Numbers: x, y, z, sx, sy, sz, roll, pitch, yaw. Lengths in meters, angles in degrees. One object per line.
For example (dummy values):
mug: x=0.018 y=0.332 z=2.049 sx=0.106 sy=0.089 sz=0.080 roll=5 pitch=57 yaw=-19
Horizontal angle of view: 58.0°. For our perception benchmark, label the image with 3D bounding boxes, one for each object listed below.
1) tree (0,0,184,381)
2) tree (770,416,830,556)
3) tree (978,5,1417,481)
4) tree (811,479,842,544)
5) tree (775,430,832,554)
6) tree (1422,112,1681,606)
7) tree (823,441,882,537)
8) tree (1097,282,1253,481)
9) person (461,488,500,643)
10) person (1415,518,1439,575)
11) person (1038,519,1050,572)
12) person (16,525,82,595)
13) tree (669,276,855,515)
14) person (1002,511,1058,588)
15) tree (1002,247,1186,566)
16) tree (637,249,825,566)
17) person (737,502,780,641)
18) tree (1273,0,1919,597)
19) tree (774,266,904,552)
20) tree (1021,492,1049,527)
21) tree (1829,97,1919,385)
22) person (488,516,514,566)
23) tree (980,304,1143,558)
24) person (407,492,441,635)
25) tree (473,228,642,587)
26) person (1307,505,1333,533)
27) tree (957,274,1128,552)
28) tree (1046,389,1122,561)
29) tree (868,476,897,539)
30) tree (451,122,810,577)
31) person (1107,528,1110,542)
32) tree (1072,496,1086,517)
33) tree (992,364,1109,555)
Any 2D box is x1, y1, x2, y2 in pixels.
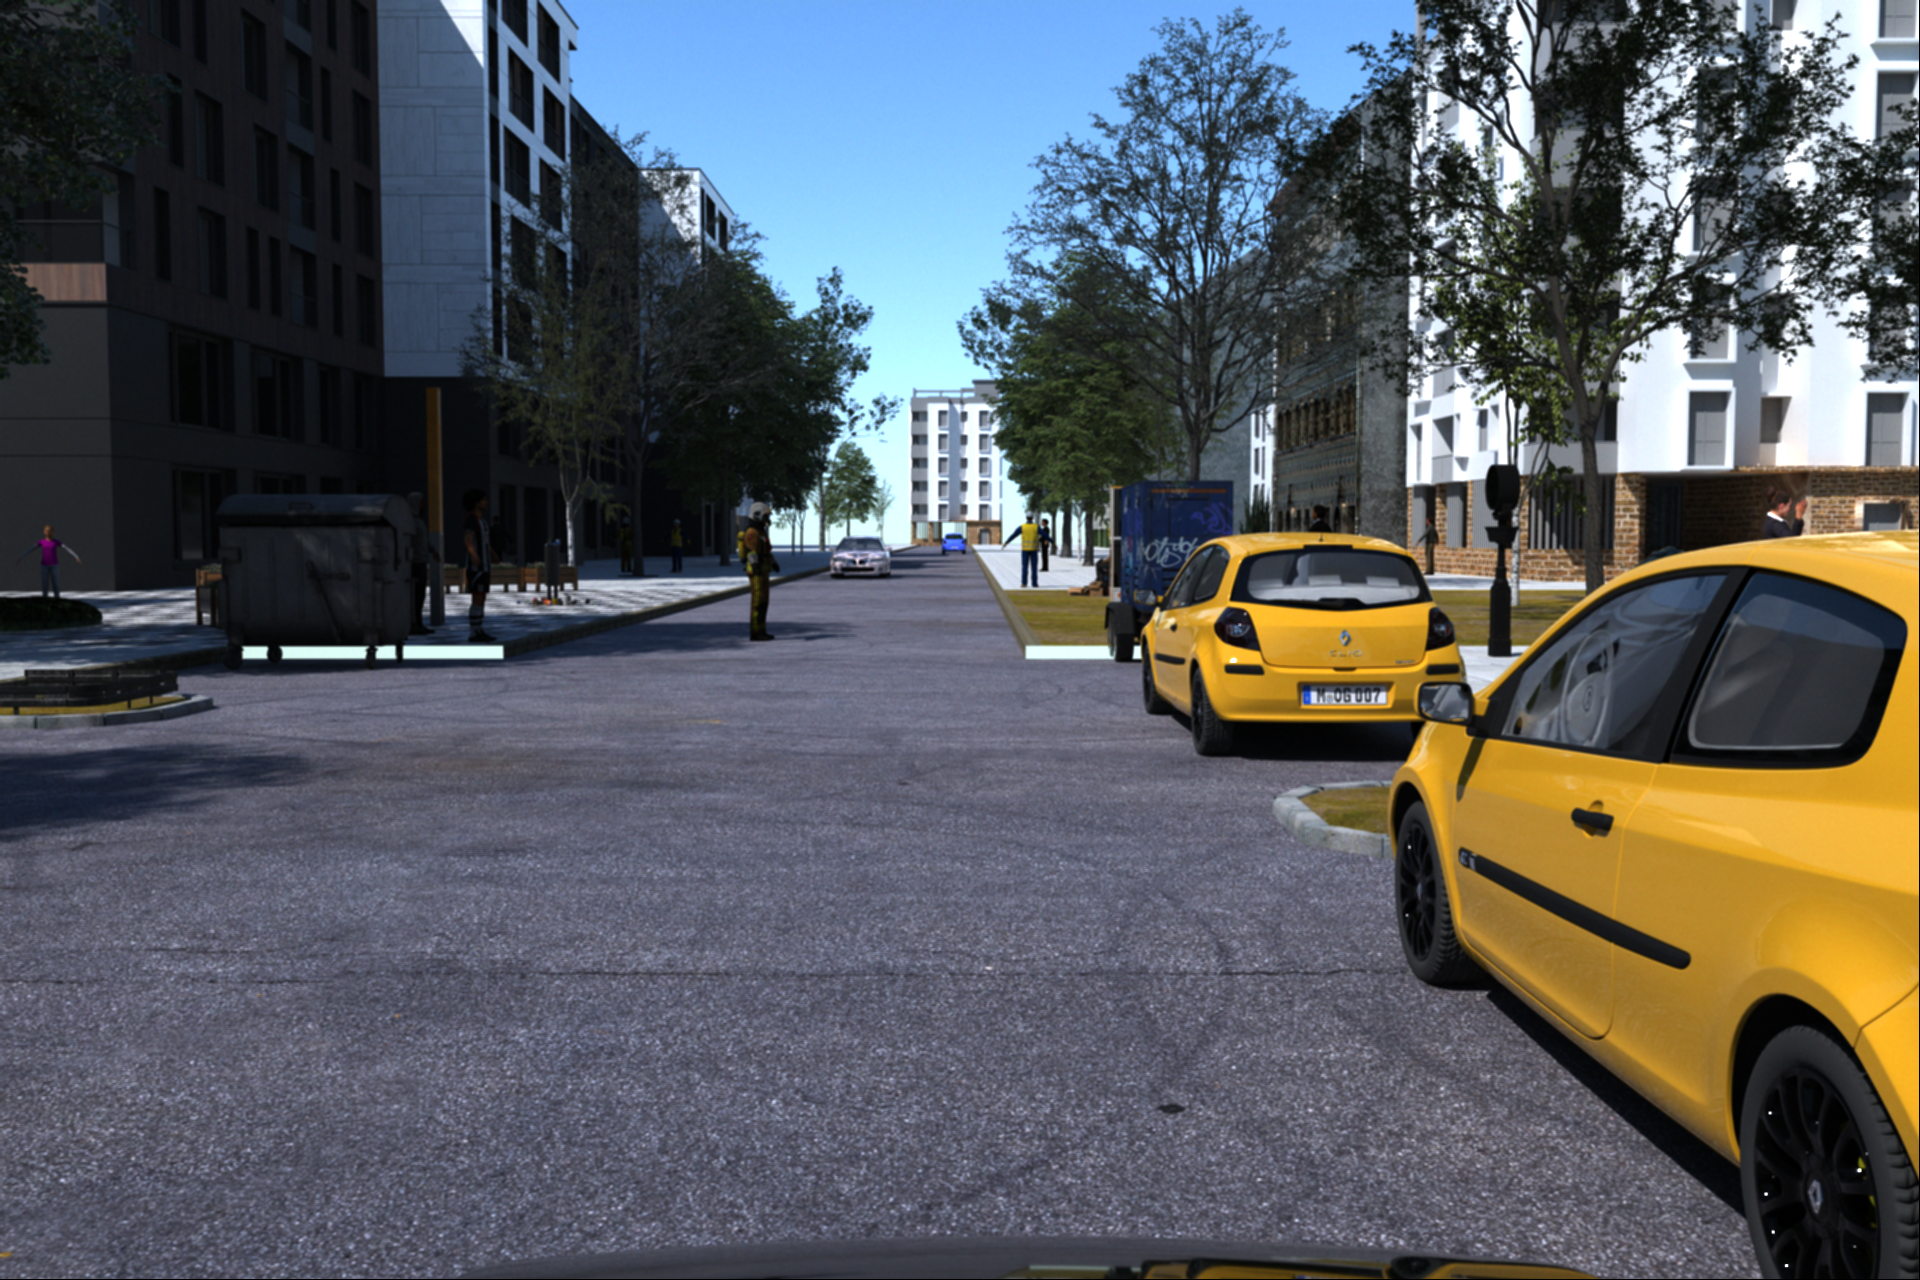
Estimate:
tree: x=-12.645 y=-6.744 z=16.927 sx=9.857 sy=13.997 sz=8.962 roll=0 pitch=3 yaw=0
tree: x=-10.009 y=-9.325 z=102.831 sx=4.360 sy=8.622 sz=3.978 roll=0 pitch=3 yaw=0
tree: x=5.620 y=-7.978 z=40.807 sx=12.009 sy=13.543 sz=11.850 roll=0 pitch=3 yaw=0
tree: x=-16.720 y=-16.351 z=217.695 sx=4.737 sy=8.622 sz=4.395 roll=0 pitch=3 yaw=0
tree: x=-9.951 y=-9.680 z=108.630 sx=4.360 sy=8.622 sz=3.978 roll=0 pitch=3 yaw=0
tree: x=10.107 y=-4.910 z=30.643 sx=4.737 sy=8.622 sz=4.395 roll=0 pitch=3 yaw=0
tree: x=-13.167 y=-17.886 z=210.565 sx=7.486 sy=12.596 sz=7.792 roll=0 pitch=3 yaw=0
tree: x=5.657 y=-6.104 z=50.160 sx=4.360 sy=8.622 sz=3.978 roll=0 pitch=3 yaw=0
person: x=-5.705 y=-0.884 z=20.596 sx=0.704 sy=1.843 sz=1.345 roll=0 pitch=4 yaw=-5
person: x=14.717 y=-2.941 z=54.349 sx=0.705 sy=1.796 sz=1.348 roll=3 pitch=5 yaw=43
person: x=2.886 y=-3.260 z=59.481 sx=0.705 sy=1.806 sz=1.347 roll=-1 pitch=4 yaw=-10
person: x=-15.335 y=-1.217 z=29.171 sx=0.991 sy=1.433 sz=0.599 roll=-1 pitch=4 yaw=-22
tree: x=-9.647 y=-10.813 z=83.442 sx=9.857 sy=13.997 sz=8.962 roll=0 pitch=3 yaw=0
person: x=1.675 y=-2.178 z=41.580 sx=1.349 sy=1.833 sz=0.705 roll=0 pitch=4 yaw=3
tree: x=5.328 y=-9.238 z=69.164 sx=7.486 sy=12.596 sz=7.792 roll=0 pitch=3 yaw=0
tree: x=-9.266 y=-9.227 z=68.995 sx=7.486 sy=12.596 sz=7.792 roll=0 pitch=3 yaw=0
person: x=-2.673 y=-0.922 z=23.307 sx=0.705 sy=1.858 sz=1.354 roll=0 pitch=4 yaw=6
tree: x=8.470 y=-5.409 z=22.845 sx=8.767 sy=10.594 sz=7.601 roll=0 pitch=4 yaw=8
tree: x=-10.403 y=-16.454 z=124.919 sx=12.611 sy=20.169 sz=13.585 roll=0 pitch=3 yaw=0
tree: x=10.082 y=-16.130 z=214.095 sx=4.360 sy=8.622 sz=3.978 roll=0 pitch=3 yaw=0
tree: x=17.652 y=-5.689 z=27.420 sx=7.601 sy=10.594 sz=8.767 roll=0 pitch=4 yaw=3
person: x=-13.092 y=-2.606 z=48.837 sx=0.704 sy=1.802 sz=1.346 roll=3 pitch=4 yaw=37
tree: x=5.779 y=-11.449 z=93.841 sx=9.857 sy=13.997 sz=8.962 roll=0 pitch=3 yaw=0
person: x=-6.917 y=-0.979 z=22.133 sx=0.705 sy=1.813 sz=1.348 roll=0 pitch=4 yaw=-2
tree: x=-9.412 y=-5.611 z=42.105 sx=4.360 sy=8.622 sz=3.978 roll=0 pitch=3 yaw=0
person: x=5.587 y=-1.263 z=27.378 sx=1.216 sy=1.740 sz=0.721 roll=-3 pitch=5 yaw=-42
tree: x=6.846 y=-16.259 z=121.719 sx=12.611 sy=20.169 sz=13.585 roll=0 pitch=3 yaw=0
tree: x=5.673 y=-7.973 z=80.727 sx=4.737 sy=8.622 sz=4.395 roll=0 pitch=3 yaw=0
tree: x=-9.609 y=-16.366 z=217.948 sx=4.360 sy=8.622 sz=3.978 roll=0 pitch=3 yaw=0
tree: x=-9.702 y=-8.644 z=51.702 sx=12.009 sy=13.543 sz=11.850 roll=0 pitch=3 yaw=0
person: x=5.094 y=-3.076 z=56.066 sx=0.705 sy=1.856 sz=1.354 roll=0 pitch=4 yaw=-3
tree: x=16.686 y=-17.015 z=212.610 sx=7.601 sy=10.594 sz=8.767 roll=0 pitch=4 yaw=2
tree: x=5.826 y=-10.934 z=104.519 sx=9.928 sy=11.665 sz=9.643 roll=0 pitch=3 yaw=0
